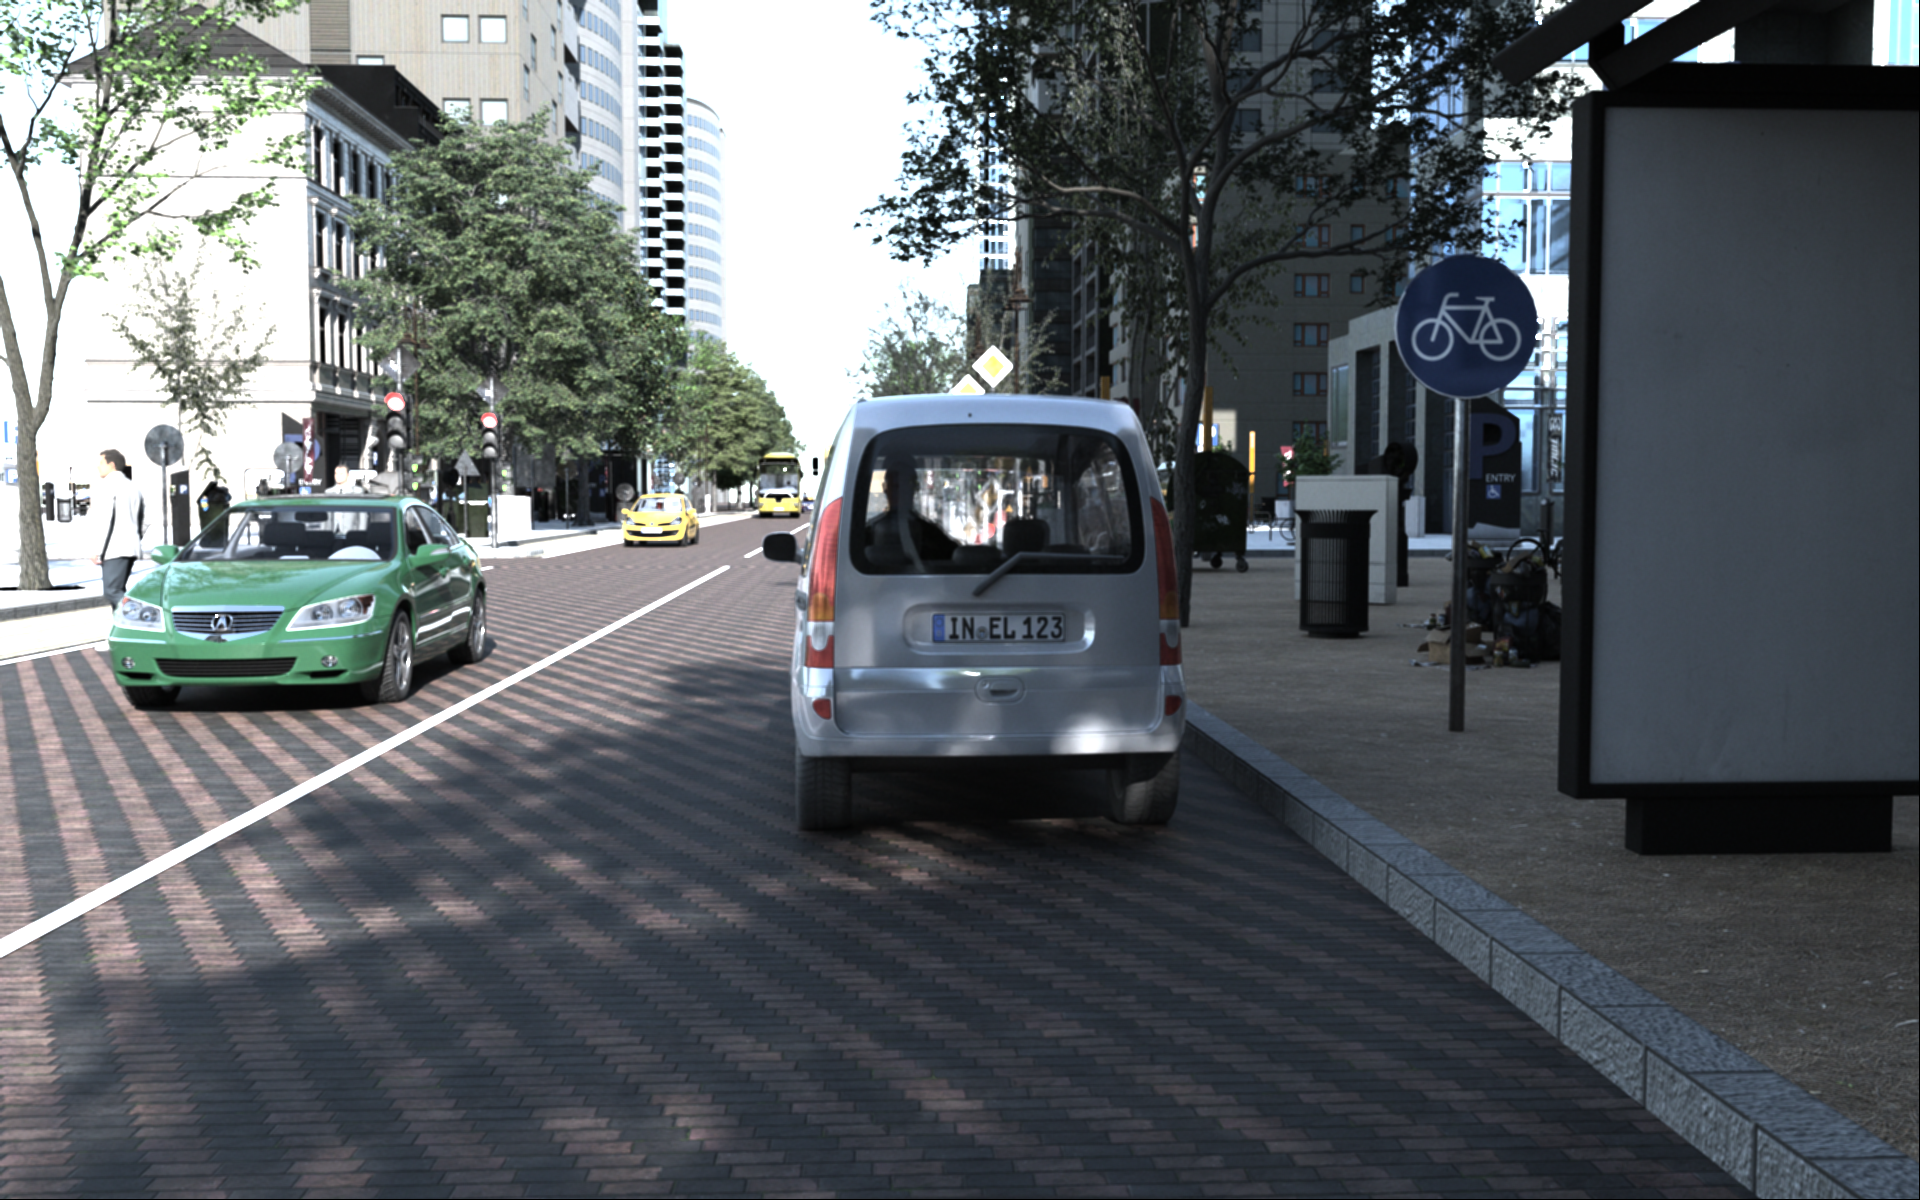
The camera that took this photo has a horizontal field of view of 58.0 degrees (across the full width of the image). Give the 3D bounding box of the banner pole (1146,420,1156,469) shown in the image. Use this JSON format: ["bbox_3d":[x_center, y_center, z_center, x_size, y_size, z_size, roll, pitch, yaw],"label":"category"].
[{"bbox_3d":[6.364,-4.172,58.229,0.863,3.779,0.401,-3,4,-36],"label":"banner pole"}]

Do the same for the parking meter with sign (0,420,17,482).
[{"bbox_3d":[-22.852,-2.785,41.794,0.543,3.016,1.738,-3,4,-36],"label":"parking meter with sign"}]

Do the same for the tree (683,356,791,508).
[{"bbox_3d":[-20.431,-15.444,159.170,9.857,13.997,8.962,0,3,0],"label":"tree"}]

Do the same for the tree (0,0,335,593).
[{"bbox_3d":[-12.352,-5.942,22.904,9.928,11.665,9.643,0,3,0],"label":"tree"}]

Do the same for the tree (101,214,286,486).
[{"bbox_3d":[-20.621,-5.879,46.489,4.360,8.622,3.978,0,3,0],"label":"tree"}]

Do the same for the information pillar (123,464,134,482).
[{"bbox_3d":[-20.388,-2.318,42.387,0.304,2.012,0.304,-3,4,-36],"label":"information pillar"}]

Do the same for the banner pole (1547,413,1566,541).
[{"bbox_3d":[16.294,-3.491,47.088,0.401,3.779,0.863,-2,4,-35],"label":"banner pole"}]

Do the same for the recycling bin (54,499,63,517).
[{"bbox_3d":[-50.944,-5.192,97.439,0.722,1.027,0.722,3,5,45],"label":"recycling bin"}]

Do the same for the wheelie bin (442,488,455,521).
[{"bbox_3d":[-16.205,-2.918,55.625,0.693,1.594,0.980,1,4,21],"label":"wheelie bin"}]

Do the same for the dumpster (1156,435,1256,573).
[{"bbox_3d":[4.041,-1.623,29.027,1.502,2.255,1.985,0,4,-3],"label":"dumpster"}]

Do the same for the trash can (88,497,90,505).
[{"bbox_3d":[-45.155,-4.823,90.513,0.748,1.137,0.748,0,3,0],"label":"trash can"}]

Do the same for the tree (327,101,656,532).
[{"bbox_3d":[-14.728,-9.099,55.421,9.857,13.997,8.962,0,3,0],"label":"tree"}]

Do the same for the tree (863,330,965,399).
[{"bbox_3d":[-2.570,-11.173,108.427,9.928,11.665,9.643,0,3,0],"label":"tree"}]

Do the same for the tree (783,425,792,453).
[{"bbox_3d":[-20.474,-15.562,172.571,7.486,12.596,7.792,0,3,0],"label":"tree"}]

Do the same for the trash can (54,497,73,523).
[{"bbox_3d":[-39.768,-3.990,76.897,0.748,1.137,0.748,0,3,0],"label":"trash can"}]

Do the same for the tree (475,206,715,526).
[{"bbox_3d":[-15.005,-9.291,68.913,9.611,12.733,9.660,0,3,0],"label":"tree"}]

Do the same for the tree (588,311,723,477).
[{"bbox_3d":[-17.074,-10.372,95.339,9.928,11.665,9.643,0,3,0],"label":"tree"}]

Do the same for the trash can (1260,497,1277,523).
[{"bbox_3d":[13.936,-4.074,78.265,0.748,1.137,0.748,0,3,0],"label":"trash can"}]

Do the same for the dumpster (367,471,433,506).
[{"bbox_3d":[-14.353,-2.363,44.397,1.264,1.857,1.865,0,4,-3],"label":"dumpster"}]

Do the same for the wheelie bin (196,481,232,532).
[{"bbox_3d":[-17.776,-2.044,41.327,0.693,1.594,0.980,-1,4,-10],"label":"wheelie bin"}]

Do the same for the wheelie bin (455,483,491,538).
[{"bbox_3d":[-14.130,-2.607,50.537,0.980,1.594,0.693,-1,4,-19],"label":"wheelie bin"}]

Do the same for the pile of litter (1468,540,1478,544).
[{"bbox_3d":[5.009,-0.152,16.449,1.176,0.858,1.719,-2,4,-33],"label":"pile of litter"}]

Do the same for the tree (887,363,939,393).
[{"bbox_3d":[-4.109,-14.127,147.990,9.611,12.733,9.660,0,3,0],"label":"tree"}]

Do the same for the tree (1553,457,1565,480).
[{"bbox_3d":[16.578,-3.102,45.324,1.663,3.219,1.824,0,3,0],"label":"tree"}]

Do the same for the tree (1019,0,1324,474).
[{"bbox_3d":[2.804,-4.512,24.138,4.360,8.622,3.978,0,3,0],"label":"tree"}]

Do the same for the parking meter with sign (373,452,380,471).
[{"bbox_3d":[-23.371,-4.628,71.925,1.738,3.016,0.543,-2,4,-35],"label":"parking meter with sign"}]

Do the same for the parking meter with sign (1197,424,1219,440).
[{"bbox_3d":[5.814,-2.825,42.443,0.543,3.016,1.738,2,4,25],"label":"parking meter with sign"}]

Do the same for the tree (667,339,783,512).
[{"bbox_3d":[-17.595,-12.758,126.726,7.486,12.596,7.792,0,3,0],"label":"tree"}]

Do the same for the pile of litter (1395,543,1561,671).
[{"bbox_3d":[4.042,0.039,13.325,1.719,0.858,1.176,-2,4,-34],"label":"pile of litter"}]

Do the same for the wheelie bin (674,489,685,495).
[{"bbox_3d":[-16.193,-5.612,99.667,0.693,1.594,0.980,-2,4,-28],"label":"wheelie bin"}]

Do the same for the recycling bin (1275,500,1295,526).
[{"bbox_3d":[13.152,-3.490,69.614,0.722,1.027,0.722,-3,5,-44],"label":"recycling bin"}]

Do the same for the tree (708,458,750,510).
[{"bbox_3d":[-18.305,-9.348,136.554,4.285,4.588,4.351,0,3,0],"label":"tree"}]

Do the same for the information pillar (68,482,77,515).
[{"bbox_3d":[-53.310,-6.086,103.994,0.304,2.012,0.304,1,4,14],"label":"information pillar"}]

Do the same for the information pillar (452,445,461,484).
[{"bbox_3d":[-23.883,-5.555,82.183,0.183,3.616,0.504,2,4,26],"label":"information pillar"}]

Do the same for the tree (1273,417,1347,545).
[{"bbox_3d":[8.626,-2.995,43.570,1.663,3.219,1.824,0,3,0],"label":"tree"}]

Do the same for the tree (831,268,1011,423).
[{"bbox_3d":[-2.151,-11.305,95.201,12.009,13.543,11.850,0,3,0],"label":"tree"}]

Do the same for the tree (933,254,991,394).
[{"bbox_3d":[0.976,-6.299,53.350,4.360,8.622,3.978,0,3,0],"label":"tree"}]

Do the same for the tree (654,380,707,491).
[{"bbox_3d":[-17.336,-9.535,106.257,4.360,8.622,3.978,0,3,0],"label":"tree"}]

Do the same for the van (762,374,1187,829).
[{"bbox_3d":[-0.012,-0.111,8.821,2.013,2.044,4.112,0,4,-5],"label":"van"}]

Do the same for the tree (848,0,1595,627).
[{"bbox_3d":[2.390,-5.009,16.308,7.601,10.594,8.767,1,4,20],"label":"tree"}]

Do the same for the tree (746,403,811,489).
[{"bbox_3d":[-22.954,-18.046,212.051,9.611,12.733,9.660,0,3,0],"label":"tree"}]

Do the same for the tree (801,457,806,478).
[{"bbox_3d":[-25.582,-19.202,264.313,4.737,8.622,4.395,0,3,0],"label":"tree"}]

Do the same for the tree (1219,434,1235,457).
[{"bbox_3d":[7.749,-3.471,51.355,1.663,3.219,1.824,0,3,0],"label":"tree"}]

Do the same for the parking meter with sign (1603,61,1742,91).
[{"bbox_3d":[3.386,-0.712,7.902,0.543,3.016,1.738,2,4,33],"label":"parking meter with sign"}]

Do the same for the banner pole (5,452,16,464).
[{"bbox_3d":[-55.850,-6.858,102.139,0.863,3.779,0.401,-1,4,-19],"label":"banner pole"}]

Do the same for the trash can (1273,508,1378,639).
[{"bbox_3d":[3.363,-0.238,15.550,0.748,1.137,0.748,0,3,0],"label":"trash can"}]

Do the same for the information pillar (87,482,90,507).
[{"bbox_3d":[-55.128,-6.444,109.853,0.304,2.012,0.304,-3,5,-45],"label":"information pillar"}]

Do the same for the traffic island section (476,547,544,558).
[{"bbox_3d":[-10.862,-1.105,40.344,2.009,0.180,2.903,0,4,-3],"label":"traffic island section"}]
